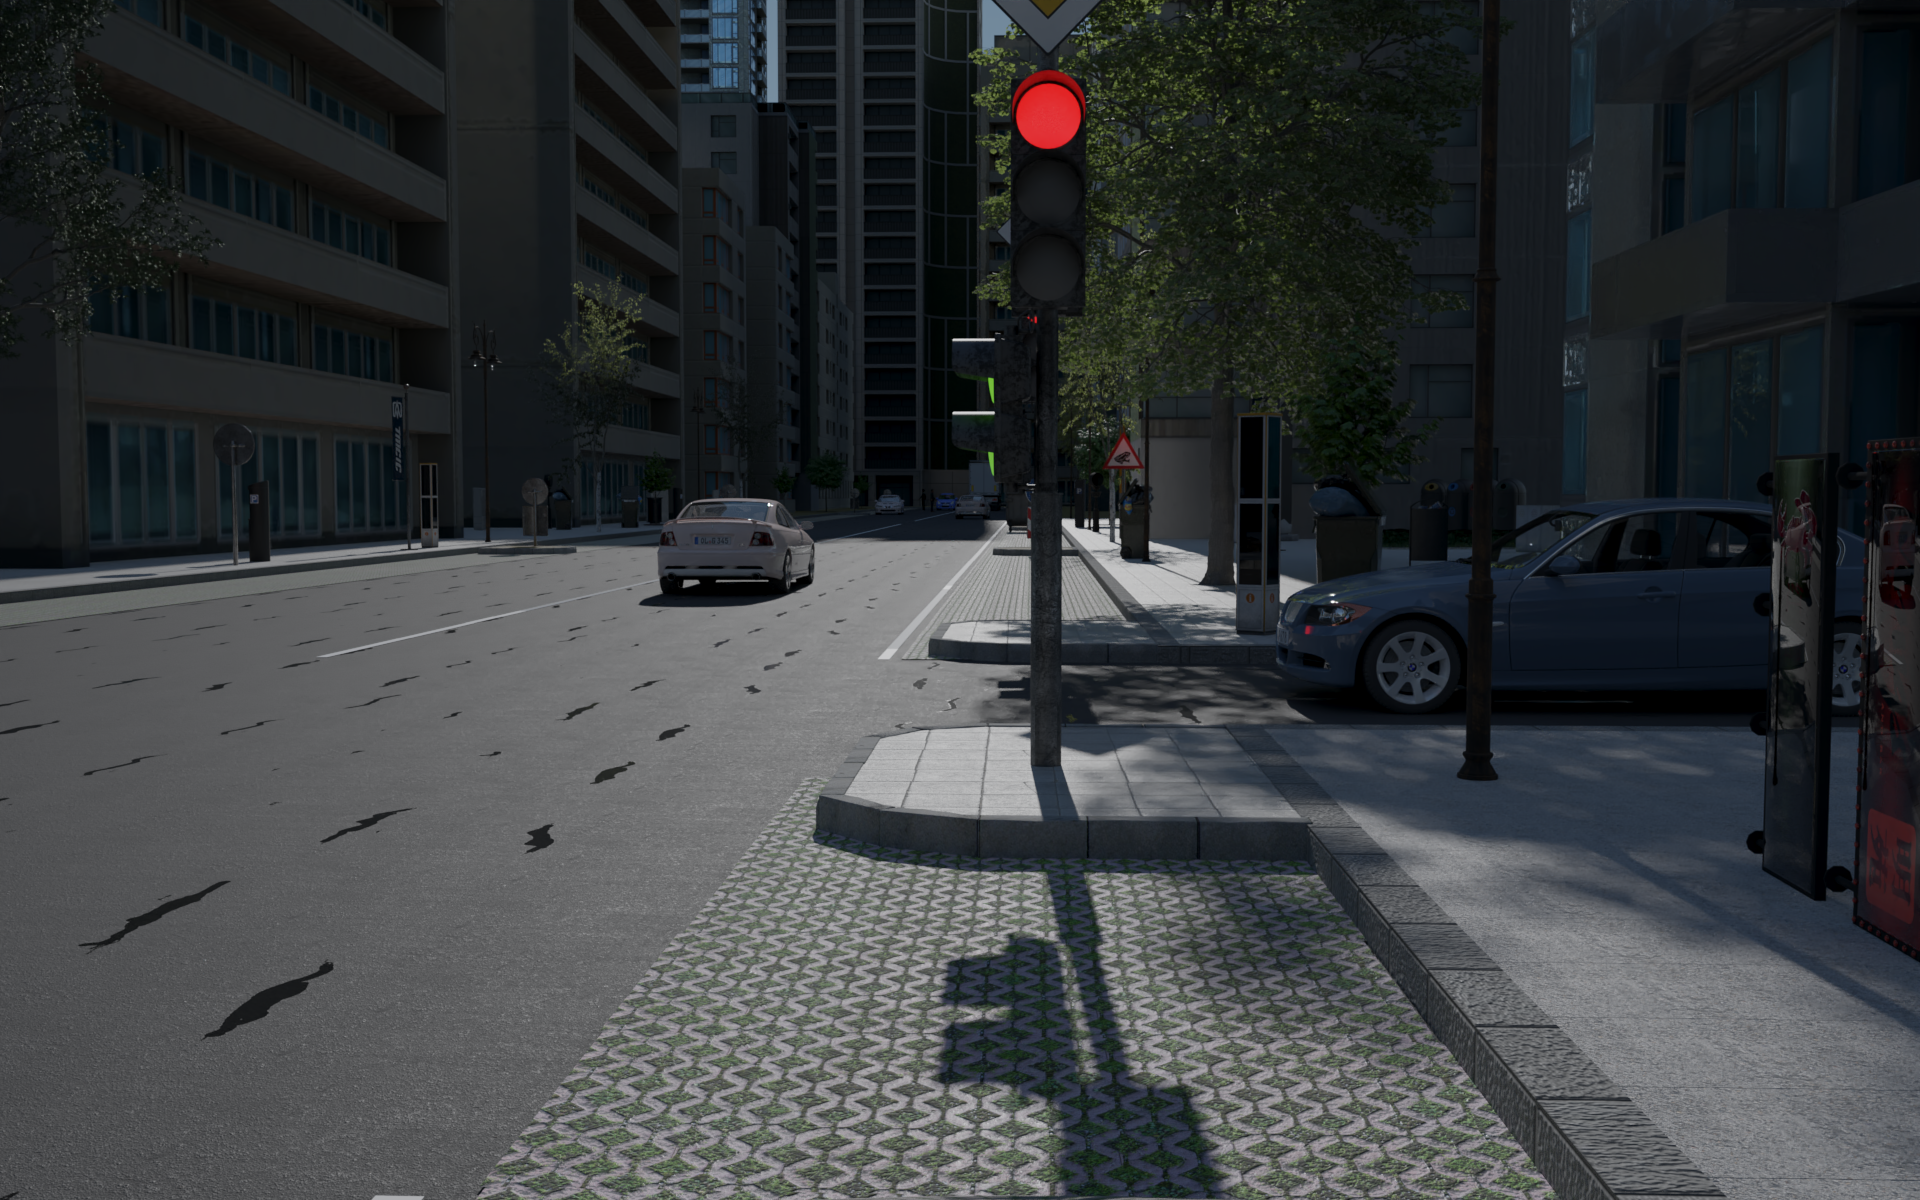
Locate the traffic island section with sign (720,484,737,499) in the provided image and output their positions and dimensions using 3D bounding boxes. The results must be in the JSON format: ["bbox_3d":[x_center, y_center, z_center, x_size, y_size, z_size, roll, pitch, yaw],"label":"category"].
[{"bbox_3d":[-9.233,-3.686,68.888,1.989,1.847,2.006,0,4,2],"label":"traffic island section with sign"}]

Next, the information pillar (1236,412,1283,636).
[{"bbox_3d":[2.729,-0.693,15.818,0.304,2.012,0.304,3,4,38],"label":"information pillar"}]

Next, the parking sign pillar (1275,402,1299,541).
[{"bbox_3d":[8.587,-3.612,47.535,1.447,3.967,1.447,3,5,44],"label":"parking sign pillar"}]

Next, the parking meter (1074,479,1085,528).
[{"bbox_3d":[4.583,-3.719,66.509,0.399,1.863,0.255,1,4,14],"label":"parking meter"}]

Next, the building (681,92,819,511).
[{"bbox_3d":[-18.363,-21.810,128.292,14.160,30.474,14.107,0,4,2],"label":"building"}]

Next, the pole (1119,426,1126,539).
[{"bbox_3d":[4.692,-3.431,49.932,0.158,3.312,0.155,0,3,0],"label":"pole"}]

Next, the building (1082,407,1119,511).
[{"bbox_3d":[20.216,-49.374,119.936,22.319,86.520,31.000,0,4,2],"label":"building"}]

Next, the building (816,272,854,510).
[{"bbox_3d":[-25.203,-18.822,152.771,28.899,21.520,27.650,0,4,2],"label":"building"}]

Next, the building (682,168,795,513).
[{"bbox_3d":[-25.966,-16.021,106.987,27.650,21.520,28.899,0,4,2],"label":"building"}]

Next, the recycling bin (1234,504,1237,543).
[{"bbox_3d":[7.394,-2.005,45.344,0.722,1.027,0.722,-3,5,-40],"label":"recycling bin"}]

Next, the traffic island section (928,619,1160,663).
[{"bbox_3d":[0.758,0.373,16.184,2.009,0.180,2.903,0,4,2],"label":"traffic island section"}]

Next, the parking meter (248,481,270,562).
[{"bbox_3d":[-13.313,-1.497,32.892,0.372,1.533,0.369,0,3,0],"label":"parking meter"}]

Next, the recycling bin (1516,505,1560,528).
[{"bbox_3d":[12.823,-1.578,38.347,0.722,1.027,0.722,-2,4,-29],"label":"recycling bin"}]

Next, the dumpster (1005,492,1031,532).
[{"bbox_3d":[2.599,-3.462,64.824,1.865,1.857,1.264,0,4,3],"label":"dumpster"}]

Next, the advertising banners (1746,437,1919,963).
[{"bbox_3d":[2.667,-0.531,4.870,0.090,3.025,2.074,0,4,5],"label":"advertising banners"}]

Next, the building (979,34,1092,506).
[{"bbox_3d":[13.018,-34.456,187.052,21.600,48.544,21.300,0,4,2],"label":"building"}]

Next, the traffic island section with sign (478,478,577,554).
[{"bbox_3d":[-10.353,-2.026,41.750,1.989,1.847,2.006,0,4,2],"label":"traffic island section with sign"}]

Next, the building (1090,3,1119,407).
[{"bbox_3d":[25.201,-34.296,149.979,28.713,52.752,27.495,0,4,2],"label":"building"}]

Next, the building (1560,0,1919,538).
[{"bbox_3d":[24.637,-24.716,23.714,30.456,49.044,23.786,0,4,2],"label":"building"}]

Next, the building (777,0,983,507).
[{"bbox_3d":[-8.113,-45.744,186.169,20.611,71.187,20.563,0,4,2],"label":"building"}]

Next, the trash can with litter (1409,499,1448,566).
[{"bbox_3d":[6.972,-0.806,24.238,2.233,1.210,1.678,0,4,8],"label":"trash can with litter"}]

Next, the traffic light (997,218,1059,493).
[{"bbox_3d":[0.719,-1.661,16.072,0.839,4.253,0.868,0,4,2],"label":"traffic light"}]

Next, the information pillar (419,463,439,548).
[{"bbox_3d":[-12.675,-2.255,41.355,0.304,2.012,0.304,1,4,12],"label":"information pillar"}]

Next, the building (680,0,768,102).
[{"bbox_3d":[-33.867,-53.504,187.460,31.000,86.520,22.319,0,4,2],"label":"building"}]

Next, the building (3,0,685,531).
[{"bbox_3d":[-24.820,-27.611,75.142,21.300,48.544,21.600,0,4,2],"label":"building"}]

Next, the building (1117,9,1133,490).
[{"bbox_3d":[16.265,-27.425,98.517,14.600,45.320,14.200,0,4,2],"label":"building"}]

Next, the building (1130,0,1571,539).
[{"bbox_3d":[12.437,-22.701,54.748,14.154,41.232,14.086,0,4,2],"label":"building"}]

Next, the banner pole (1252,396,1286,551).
[{"bbox_3d":[6.956,-3.002,39.093,0.863,3.779,0.401,2,4,24],"label":"banner pole"}]

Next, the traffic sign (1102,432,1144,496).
[{"bbox_3d":[3.455,-2.242,36.657,0.884,2.594,0.081,0,4,7],"label":"traffic sign"}]

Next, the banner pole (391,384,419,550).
[{"bbox_3d":[-12.653,-3.014,39.295,0.401,3.779,0.863,1,4,13],"label":"banner pole"}]

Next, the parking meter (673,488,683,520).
[{"bbox_3d":[-11.217,-3.696,68.839,0.372,1.533,0.369,0,3,0],"label":"parking meter"}]

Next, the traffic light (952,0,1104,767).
[{"bbox_3d":[0.388,-1.173,8.094,0.839,4.253,0.868,0,4,2],"label":"traffic light"}]

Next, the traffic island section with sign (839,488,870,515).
[{"bbox_3d":[-7.173,-6.712,118.363,1.989,1.847,2.006,0,4,2],"label":"traffic island section with sign"}]

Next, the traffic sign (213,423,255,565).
[{"bbox_3d":[-13.032,-1.895,31.088,0.768,2.556,0.104,0,4,4],"label":"traffic sign"}]

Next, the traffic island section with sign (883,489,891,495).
[{"bbox_3d":[-6.062,-8.363,145.368,1.989,1.847,2.006,0,4,2],"label":"traffic island section with sign"}]

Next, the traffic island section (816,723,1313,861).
[{"bbox_3d":[0.428,0.861,8.206,2.009,0.180,2.903,0,4,2],"label":"traffic island section"}]

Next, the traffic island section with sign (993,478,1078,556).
[{"bbox_3d":[1.772,-1.965,40.762,1.989,1.847,2.006,0,4,2],"label":"traffic island section with sign"}]

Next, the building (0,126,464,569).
[{"bbox_3d":[-25.566,-25.405,39.078,21.300,48.544,21.600,0,4,2],"label":"building"}]
